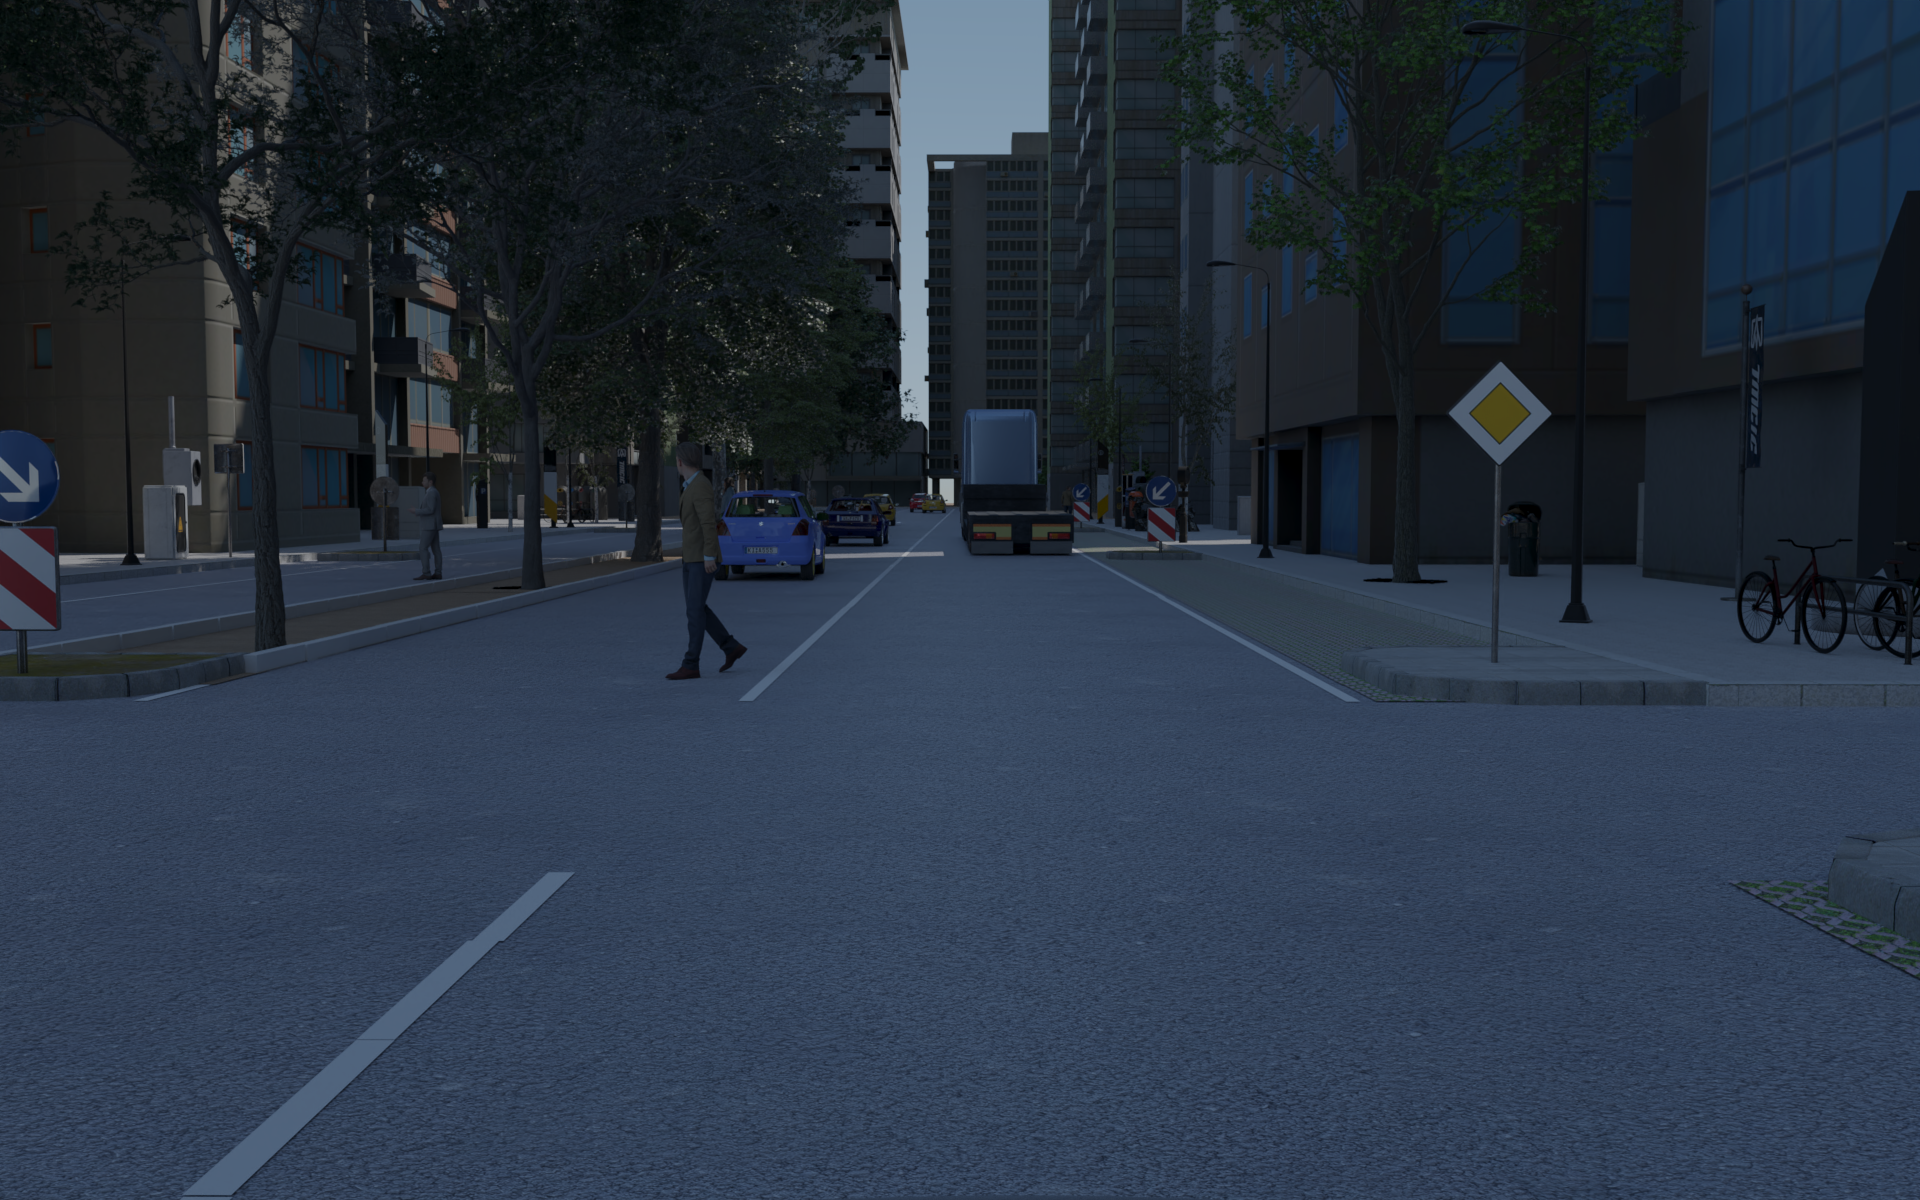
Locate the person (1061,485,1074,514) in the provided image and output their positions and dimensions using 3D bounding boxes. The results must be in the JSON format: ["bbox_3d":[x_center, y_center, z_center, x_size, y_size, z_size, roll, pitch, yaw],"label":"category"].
[{"bbox_3d":[5.107,-4.471,81.514,0.656,1.842,0.836,0,4,-3],"label":"person"}]

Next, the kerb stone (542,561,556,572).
[{"bbox_3d":[-7.650,-0.586,31.782,0.120,0.150,1.000,0,4,0],"label":"kerb stone"}]

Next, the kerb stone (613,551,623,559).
[{"bbox_3d":[-7.609,-0.962,37.964,0.120,0.150,1.000,0,4,0],"label":"kerb stone"}]

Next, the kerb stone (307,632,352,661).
[{"bbox_3d":[-5.638,0.425,15.315,0.120,0.150,1.000,0,4,0],"label":"kerb stone"}]

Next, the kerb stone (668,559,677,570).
[{"bbox_3d":[-5.540,-0.642,32.743,0.120,0.150,1.000,0,4,0],"label":"kerb stone"}]

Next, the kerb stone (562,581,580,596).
[{"bbox_3d":[-5.594,-0.144,24.546,0.120,0.150,1.000,0,4,0],"label":"kerb stone"}]

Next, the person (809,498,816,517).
[{"bbox_3d":[-4.574,-2.422,52.372,0.425,1.301,0.394,-2,4,-33],"label":"person"}]

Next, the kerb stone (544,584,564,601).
[{"bbox_3d":[-5.593,-0.081,23.523,0.120,0.150,1.000,0,4,0],"label":"kerb stone"}]

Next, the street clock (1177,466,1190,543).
[{"bbox_3d":[5.870,-2.504,45.505,0.358,2.002,0.471,1,4,23],"label":"street clock"}]

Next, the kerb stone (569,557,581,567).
[{"bbox_3d":[-7.632,-0.707,33.852,0.120,0.150,1.000,0,4,0],"label":"kerb stone"}]

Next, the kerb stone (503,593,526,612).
[{"bbox_3d":[-5.605,0.045,21.465,0.120,0.150,1.000,0,4,0],"label":"kerb stone"}]

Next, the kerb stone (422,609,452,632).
[{"bbox_3d":[-5.626,0.233,18.382,0.120,0.150,1.000,0,4,0],"label":"kerb stone"}]

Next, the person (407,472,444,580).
[{"bbox_3d":[-8.935,-1.239,28.961,0.583,1.804,0.606,-1,4,-12],"label":"person"}]

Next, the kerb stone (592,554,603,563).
[{"bbox_3d":[-7.621,-0.839,35.914,0.120,0.150,1.000,0,4,0],"label":"kerb stone"}]

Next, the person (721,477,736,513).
[{"bbox_3d":[-4.935,-1.743,37.265,0.793,1.790,0.793,-3,5,-41],"label":"person"}]

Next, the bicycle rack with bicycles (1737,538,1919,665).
[{"bbox_3d":[7.881,-0.020,13.704,2.852,0.926,2.925,0,4,2],"label":"bicycle rack with bicycles"}]

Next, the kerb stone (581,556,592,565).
[{"bbox_3d":[-7.630,-0.775,34.873,0.120,0.150,1.000,0,4,0],"label":"kerb stone"}]

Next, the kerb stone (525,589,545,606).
[{"bbox_3d":[-5.604,-0.019,22.498,0.120,0.150,1.000,0,4,0],"label":"kerb stone"}]

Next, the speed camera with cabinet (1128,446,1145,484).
[{"bbox_3d":[7.130,-4.723,71.561,0.660,3.252,2.038,0,4,-6],"label":"speed camera with cabinet"}]

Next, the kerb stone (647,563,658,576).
[{"bbox_3d":[-5.550,-0.520,30.695,0.120,0.150,1.000,0,4,0],"label":"kerb stone"}]

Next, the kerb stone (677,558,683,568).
[{"bbox_3d":[-5.532,-0.708,33.765,0.120,0.150,1.000,0,4,0],"label":"kerb stone"}]

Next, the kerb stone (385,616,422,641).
[{"bbox_3d":[-5.633,0.296,17.359,0.120,0.150,1.000,0,4,0],"label":"kerb stone"}]

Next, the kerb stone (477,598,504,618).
[{"bbox_3d":[-5.608,0.108,20.431,0.120,0.150,1.000,0,4,0],"label":"kerb stone"}]

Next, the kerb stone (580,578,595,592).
[{"bbox_3d":[-5.591,-0.201,25.569,0.120,0.150,1.000,0,4,0],"label":"kerb stone"}]

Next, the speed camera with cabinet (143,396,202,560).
[{"bbox_3d":[-15.666,-2.455,34.472,0.660,3.252,2.038,-1,4,-9],"label":"speed camera with cabinet"}]

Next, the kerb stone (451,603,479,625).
[{"bbox_3d":[-5.624,0.171,19.407,0.120,0.150,1.000,0,4,0],"label":"kerb stone"}]

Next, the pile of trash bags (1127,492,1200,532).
[{"bbox_3d":[6.777,-3.069,59.931,1.912,1.369,3.447,-2,4,-25],"label":"pile of trash bags"}]

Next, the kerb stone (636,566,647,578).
[{"bbox_3d":[-5.552,-0.457,29.670,0.120,0.150,1.000,0,4,0],"label":"kerb stone"}]

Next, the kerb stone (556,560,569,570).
[{"bbox_3d":[-7.642,-0.649,32.814,0.120,0.150,1.000,0,4,0],"label":"kerb stone"}]

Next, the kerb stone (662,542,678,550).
[{"bbox_3d":[-7.561,-1.402,45.142,0.120,0.150,1.000,0,4,0],"label":"kerb stone"}]

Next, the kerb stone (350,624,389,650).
[{"bbox_3d":[-5.638,0.362,16.337,0.120,0.150,1.000,0,4,0],"label":"kerb stone"}]

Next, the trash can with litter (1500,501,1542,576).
[{"bbox_3d":[8.827,-0.968,27.221,0.624,1.170,1.055,1,4,21],"label":"trash can with litter"}]

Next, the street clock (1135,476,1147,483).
[{"bbox_3d":[7.234,-3.958,69.276,0.358,2.002,0.471,3,5,41],"label":"street clock"}]

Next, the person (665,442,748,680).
[{"bbox_3d":[-2.040,-0.320,13.640,0.656,1.842,0.836,3,5,43],"label":"person"}]

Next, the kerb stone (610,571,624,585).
[{"bbox_3d":[-5.566,-0.324,27.621,0.120,0.150,1.000,0,4,0],"label":"kerb stone"}]

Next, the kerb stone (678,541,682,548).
[{"bbox_3d":[-7.554,-1.466,46.168,0.120,0.150,1.000,0,4,0],"label":"kerb stone"}]

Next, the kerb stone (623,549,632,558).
[{"bbox_3d":[-7.596,-1.027,38.990,0.120,0.150,1.000,0,4,0],"label":"kerb stone"}]

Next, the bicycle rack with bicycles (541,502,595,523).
[{"bbox_3d":[-17.562,-3.949,77.953,2.852,0.926,2.925,2,4,35],"label":"bicycle rack with bicycles"}]

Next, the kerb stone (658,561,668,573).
[{"bbox_3d":[-5.544,-0.582,31.717,0.120,0.150,1.000,0,4,0],"label":"kerb stone"}]

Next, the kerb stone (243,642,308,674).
[{"bbox_3d":[-5.656,0.483,14.293,0.120,0.150,1.000,0,4,0],"label":"kerb stone"}]

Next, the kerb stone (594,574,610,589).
[{"bbox_3d":[-5.582,-0.265,26.595,0.120,0.150,1.000,0,4,0],"label":"kerb stone"}]

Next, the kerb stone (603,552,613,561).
[{"bbox_3d":[-7.613,-0.902,36.942,0.120,0.150,1.000,0,4,0],"label":"kerb stone"}]

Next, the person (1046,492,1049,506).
[{"bbox_3d":[4.168,-4.709,85.333,0.795,1.843,0.661,3,4,36],"label":"person"}]

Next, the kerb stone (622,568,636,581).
[{"bbox_3d":[-5.566,-0.392,28.646,0.120,0.150,1.000,0,4,0],"label":"kerb stone"}]
